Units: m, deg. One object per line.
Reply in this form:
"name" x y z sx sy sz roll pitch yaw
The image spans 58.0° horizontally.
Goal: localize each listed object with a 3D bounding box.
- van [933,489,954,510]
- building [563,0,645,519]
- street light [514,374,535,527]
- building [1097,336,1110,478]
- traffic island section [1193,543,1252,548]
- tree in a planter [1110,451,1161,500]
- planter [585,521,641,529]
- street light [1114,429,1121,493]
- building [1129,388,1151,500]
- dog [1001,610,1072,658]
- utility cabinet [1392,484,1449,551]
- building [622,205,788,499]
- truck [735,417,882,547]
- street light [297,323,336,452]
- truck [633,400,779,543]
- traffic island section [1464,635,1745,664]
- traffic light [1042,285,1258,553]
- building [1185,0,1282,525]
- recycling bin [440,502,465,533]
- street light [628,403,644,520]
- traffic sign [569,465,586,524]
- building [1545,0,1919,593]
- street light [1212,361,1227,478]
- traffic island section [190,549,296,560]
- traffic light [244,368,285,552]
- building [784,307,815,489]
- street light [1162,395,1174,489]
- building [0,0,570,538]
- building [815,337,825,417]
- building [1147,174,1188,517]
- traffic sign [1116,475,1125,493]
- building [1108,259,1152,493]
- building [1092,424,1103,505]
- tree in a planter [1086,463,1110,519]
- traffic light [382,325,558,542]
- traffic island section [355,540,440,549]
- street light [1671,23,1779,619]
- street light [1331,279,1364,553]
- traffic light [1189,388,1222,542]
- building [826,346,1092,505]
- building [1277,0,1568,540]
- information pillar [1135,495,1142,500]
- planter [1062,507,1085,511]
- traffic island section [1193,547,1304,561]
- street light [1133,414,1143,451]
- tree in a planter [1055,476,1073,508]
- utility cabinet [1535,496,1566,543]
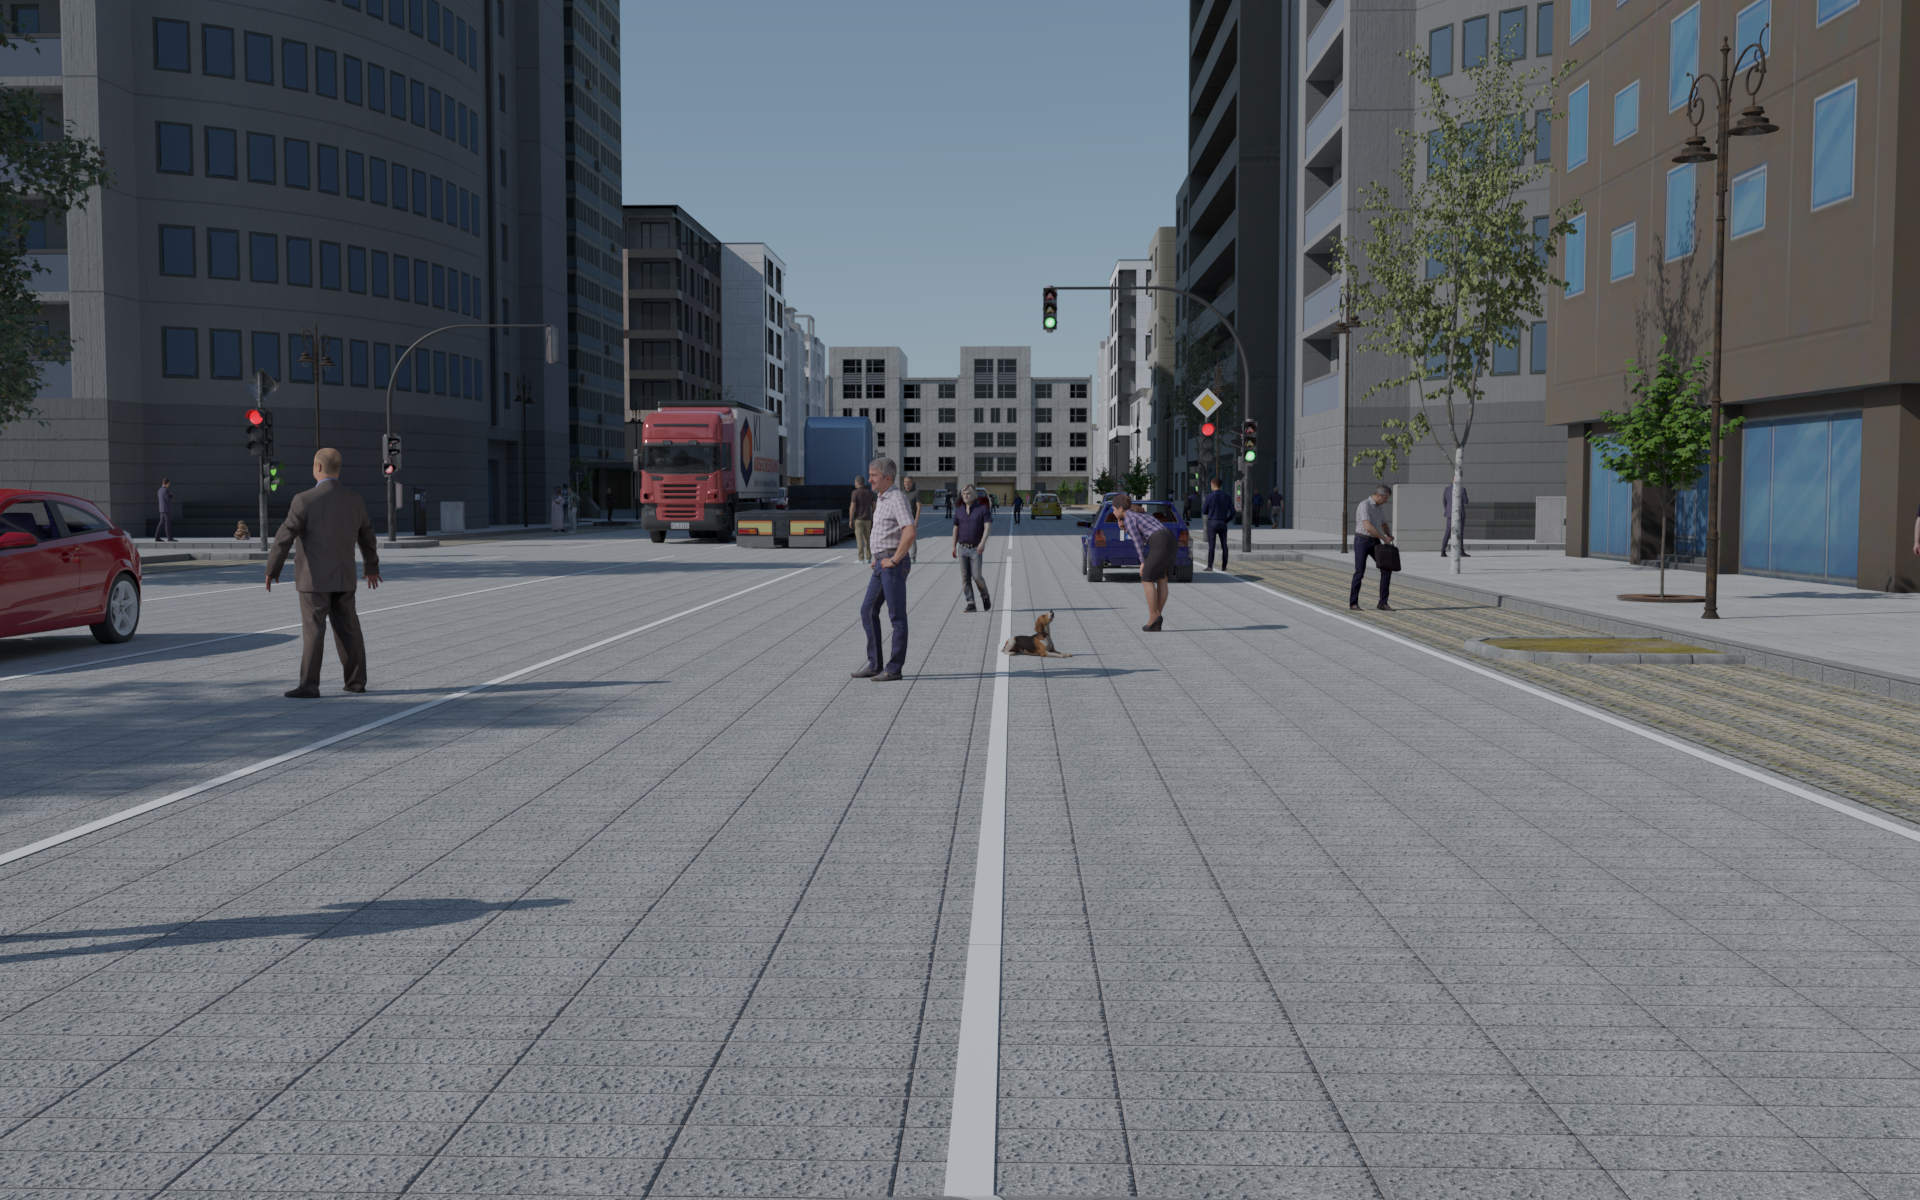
"van" -1.521 -9.283 158.787 2.013 2.044 4.112 0 4 4
"building" -32.576 -24.824 97.761 32.217 40.220 23.993 0 4 2
"street light" -16.758 -5.745 66.725 0.468 5.910 1.993 0 4 2
"building" 23.061 -20.341 188.991 16.016 20.091 11.380 0 4 2
"traffic island section" 6.559 -1.454 46.047 2.009 0.180 2.903 0 4 2
"tree in a planter" 7.325 -4.509 70.951 1.991 3.239 1.994 0 4 2
"planter" -14.240 -3.071 71.349 1.991 0.319 1.994 0 4 2
"street light" 10.841 -8.991 119.792 0.468 5.910 1.993 0 4 2
"building" 18.779 -11.904 136.777 9.099 9.664 28.070 0 4 2
"dog" 0.664 0.291 15.436 0.550 0.427 0.748 -1 4 -12
"utility cabinet" 10.291 -1.837 38.722 1.173 1.500 0.318 0 4 -4
"building" -29.916 -18.050 139.089 27.936 21.610 32.646 0 4 2
"truck" -4.395 -3.953 54.396 2.967 4.110 18.799 0 4 2
"street light" -17.376 -4.533 46.899 0.468 5.910 1.993 0 4 2
"truck" -7.715 -3.989 54.129 2.839 4.237 11.283 0 4 3
"traffic island section" 5.608 0.451 15.495 1.991 0.108 1.994 0 4 2
"traffic light" 4.179 -3.866 37.876 4.771 5.953 1.251 0 4 2
"building" 22.361 -27.928 80.328 21.300 48.544 21.600 0 4 2
"recycling bin" -16.762 -2.732 57.229 0.722 1.027 0.722 -1 4 -12
"street light" -16.114 -6.943 86.302 0.468 5.910 1.993 0 4 2
"traffic sign" -16.534 -4.569 74.816 0.768 2.556 0.104 1 4 10
"building" 18.841 -23.082 27.507 14.600 45.320 14.200 0 4 2
"street light" 9.009 -5.368 60.552 0.468 5.910 1.993 0 4 2
"traffic island section" -15.578 -1.007 38.745 2.009 0.180 2.903 0 4 2
"traffic light" -15.539 -3.039 38.609 0.839 4.253 0.868 0 4 2
"building" -23.440 -19.368 173.083 16.016 20.091 11.380 0 4 2
"street light" 9.672 -6.596 80.633 0.468 5.910 1.993 0 4 2
"building" -28.281 -31.789 61.746 21.231 58.520 28.212 0 4 2
"building" -20.788 -20.340 188.974 11.380 20.091 16.016 0 4 2
"building" 26.490 -15.976 106.240 27.650 21.520 28.899 0 4 2
"traffic sign" 10.705 -7.047 115.227 0.884 2.594 0.081 1 4 10
"building" 28.198 -19.745 166.804 27.936 21.610 32.646 0 4 2
"building" 29.907 -16.416 210.549 28.070 9.664 9.099 0 4 2
"tree in a planter" 8.155 -6.157 97.882 1.991 3.239 1.994 0 4 2
"traffic light" -13.198 -4.397 46.561 4.771 5.953 1.251 0 4 2
"traffic island section" -15.332 -1.495 46.726 2.009 0.180 2.903 0 4 2
"street light" 7.728 -2.744 17.656 0.468 5.910 1.993 0 4 2
"street light" 8.330 -3.948 37.333 0.468 5.910 1.993 0 4 2
"traffic light" 6.519 -3.487 45.934 0.839 4.253 0.868 0 4 2
"building" 0.284 -21.361 215.705 31.486 18.905 16.747 0 4 2
"building" 26.009 -31.436 55.979 28.212 58.520 21.231 0 4 2
"information pillar" 9.426 -5.307 91.267 0.304 2.012 0.304 -1 4 -12
"planter" 9.744 -7.811 148.850 1.991 0.319 1.994 0 4 2
"traffic island section" 6.312 -0.965 38.066 2.009 0.180 2.903 0 4 2
"street light" 10.269 -7.794 100.212 0.468 5.910 1.993 0 4 2
"tree in a planter" 10.562 -10.917 175.713 1.991 3.239 1.994 0 4 2
"utility cabinet" 15.634 -2.093 45.381 1.020 1.237 0.306 1 4 13
